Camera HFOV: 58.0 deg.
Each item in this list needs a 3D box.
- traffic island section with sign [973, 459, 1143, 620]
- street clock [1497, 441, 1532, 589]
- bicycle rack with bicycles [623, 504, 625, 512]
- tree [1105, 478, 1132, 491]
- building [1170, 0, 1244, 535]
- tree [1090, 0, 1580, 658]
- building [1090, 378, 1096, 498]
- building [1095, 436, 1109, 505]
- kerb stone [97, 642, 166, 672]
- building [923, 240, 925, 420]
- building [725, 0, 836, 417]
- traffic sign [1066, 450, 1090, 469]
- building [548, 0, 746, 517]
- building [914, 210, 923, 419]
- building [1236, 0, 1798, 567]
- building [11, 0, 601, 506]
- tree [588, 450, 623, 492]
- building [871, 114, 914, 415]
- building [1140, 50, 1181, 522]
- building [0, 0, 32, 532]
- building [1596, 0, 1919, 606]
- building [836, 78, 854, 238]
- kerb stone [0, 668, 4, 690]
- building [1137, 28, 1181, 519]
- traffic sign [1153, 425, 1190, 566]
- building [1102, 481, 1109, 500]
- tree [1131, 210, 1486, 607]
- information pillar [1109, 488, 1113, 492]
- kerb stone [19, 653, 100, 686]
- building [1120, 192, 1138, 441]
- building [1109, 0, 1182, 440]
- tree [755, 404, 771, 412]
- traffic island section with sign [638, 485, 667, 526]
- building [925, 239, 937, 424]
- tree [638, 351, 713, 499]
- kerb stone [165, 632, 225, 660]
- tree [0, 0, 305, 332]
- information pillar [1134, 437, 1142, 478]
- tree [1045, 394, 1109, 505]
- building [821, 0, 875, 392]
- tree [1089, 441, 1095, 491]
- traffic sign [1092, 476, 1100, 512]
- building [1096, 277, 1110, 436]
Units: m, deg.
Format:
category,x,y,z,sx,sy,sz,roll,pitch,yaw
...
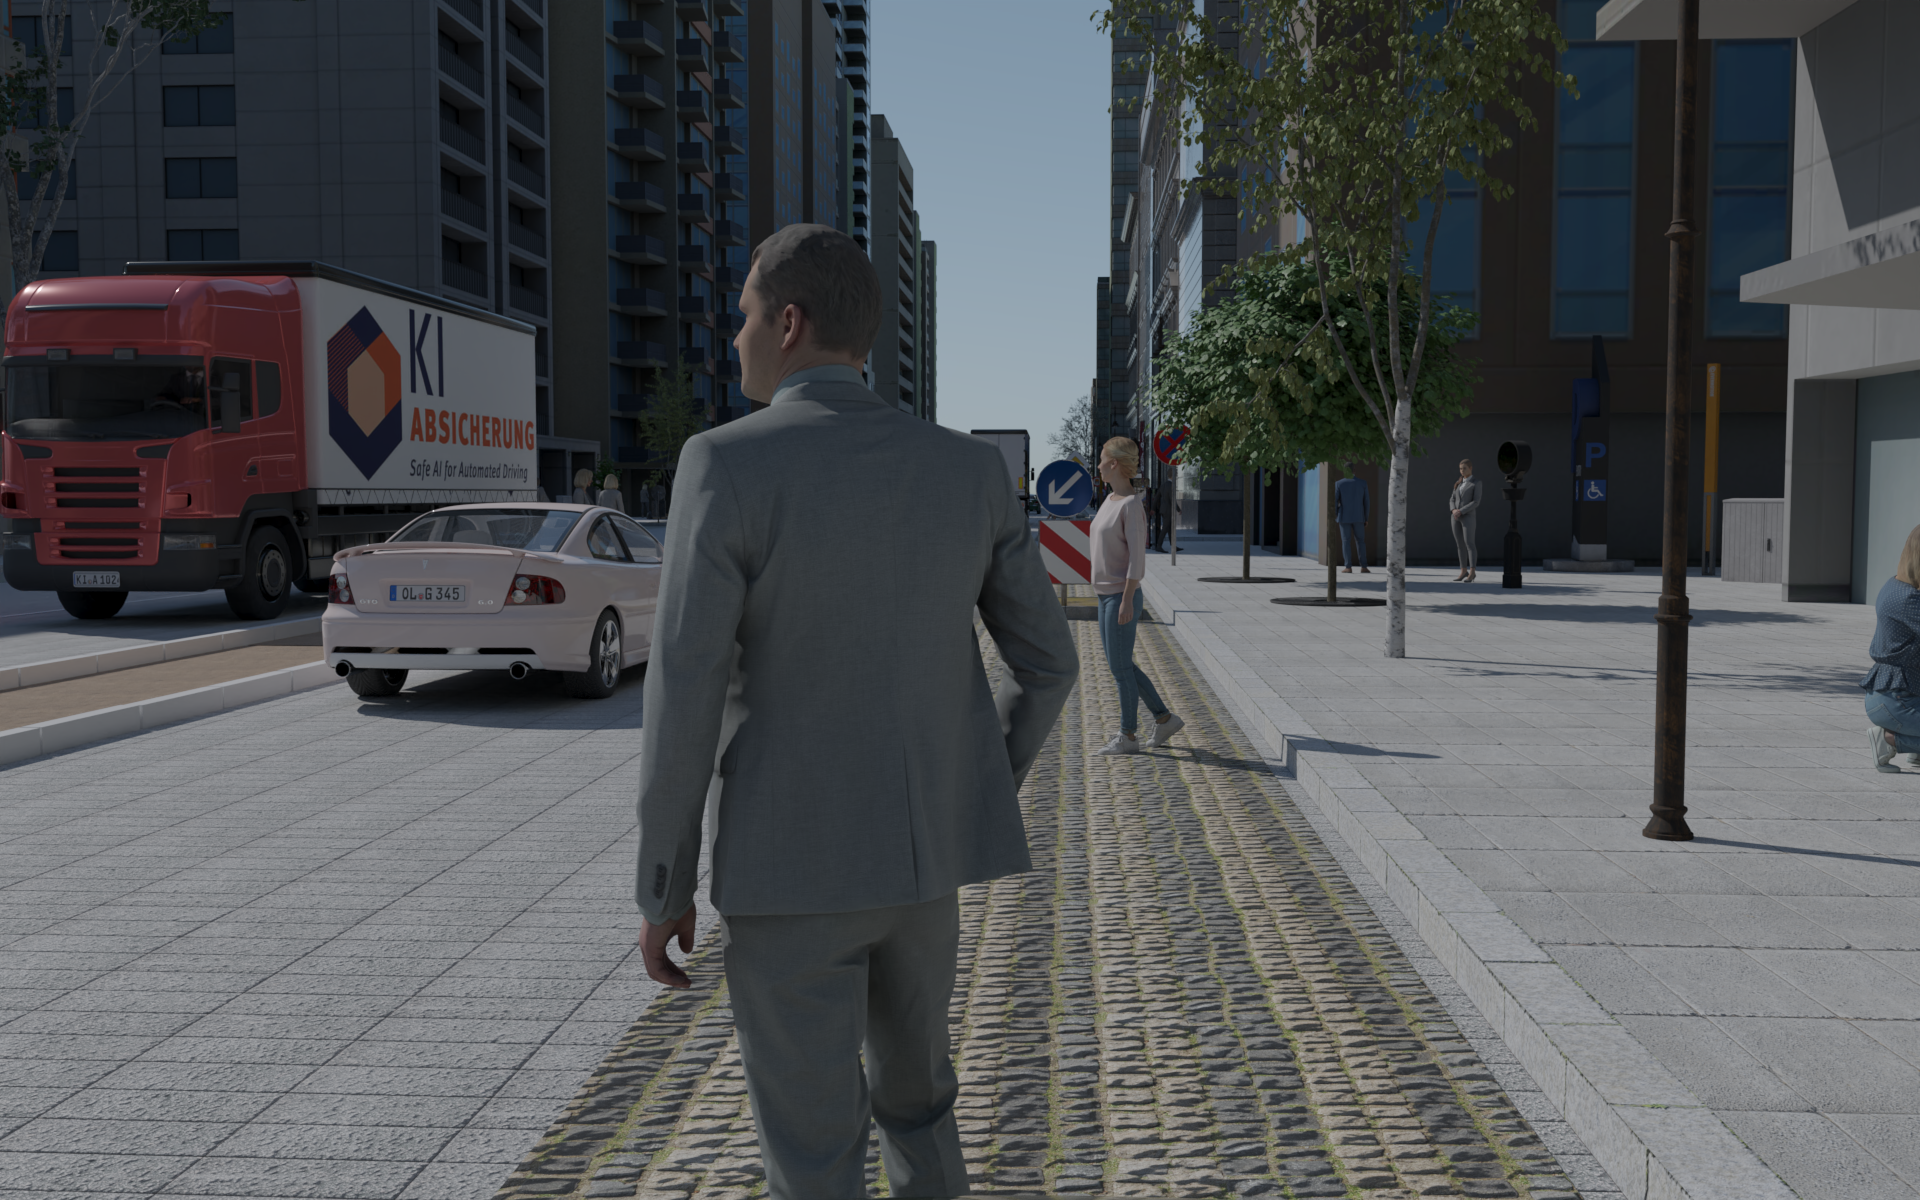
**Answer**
category,x,y,z,sx,sy,sz,roll,pitch,yaw
traffic island section with sign,1.137,-0.728,20.527,1.989,1.847,2.006,0,4,4
street clock,7.516,-1.159,23.519,0.358,2.002,0.471,-1,4,-19
bicycle rack with bicycles,-18.841,-4.774,91.438,2.852,0.926,2.925,-1,4,-11
tree,7.437,-5.278,80.892,1.663,3.219,1.824,0,3,0
building,19.994,-16.006,58.966,25.104,27.353,12.463,0,4,4
tree,3.329,-3.867,13.584,4.737,8.622,4.395,0,3,0
building,34.476,-26.100,271.772,27.650,21.520,28.899,0,4,4
building,26.022,-53.357,185.060,22.319,86.520,31.000,0,4,4
kerb stone,-6.909,0.481,14.326,0.120,0.150,1.000,0,4,4
building,-13.319,-35.129,257.948,14.154,41.232,14.086,0,4,4
building,-18.621,-30.665,151.475,14.600,45.320,14.200,0,4,4
traffic sign,3.045,-2.647,45.464,0.795,2.593,0.064,0,4,4
building,-25.740,-27.740,108.169,22.147,44.769,28.867,0,4,4
building,-13.235,-34.209,242.913,14.154,41.232,14.086,0,4,4
building,13.484,-23.583,35.695,14.600,45.320,14.200,0,4,4
building,-27.199,-38.927,74.712,20.563,71.187,20.611,0,4,4
tree,-15.721,-5.002,76.382,1.663,3.219,1.824,0,3,0
building,-17.579,-36.784,225.122,21.300,48.544,21.600,0,4,4
building,14.206,-14.737,77.113,11.583,22.565,21.152,0,4,4
building,-40.516,-11.558,34.017,28.899,21.520,27.650,0,4,4
building,20.090,-25.502,6.193,28.713,52.752,27.495,0,4,4
building,-17.931,-29.494,165.817,14.154,41.232,14.086,0,4,4
kerb stone,-7.039,0.606,12.283,0.120,0.150,1.000,0,4,4
building,16.438,-17.118,97.908,12.078,24.808,19.932,0,4,4
traffic sign,3.825,-1.885,30.927,0.768,2.556,0.104,0,4,6
building,29.176,-28.554,158.734,32.217,40.220,23.993,0,4,4
tree,4.360,-2.240,20.344,4.285,4.588,4.351,0,3,0
information pillar,9.271,-6.215,106.113,0.304,2.012,0.304,0,4,7
kerb stone,-6.969,0.544,13.303,0.120,0.150,1.000,0,4,4
building,16.709,-17.683,117.998,11.050,23.489,19.941,0,4,4
building,19.146,-27.933,140.301,14.154,41.232,14.086,0,4,4
tree,-13.128,-10.860,127.919,4.360,8.622,3.978,0,3,0
traffic island section with sign,-13.489,-4.184,77.035,1.989,1.847,2.006,0,4,4
building,-11.153,-35.982,271.898,14.154,41.232,14.086,0,4,4
tree,-14.894,-8.520,89.659,4.737,8.622,4.395,0,3,0
kerb stone,-6.840,0.419,15.346,0.120,0.150,1.000,0,4,4
tree,-18.335,-11.042,36.431,12.611,20.169,13.585,0,3,0
information pillar,7.288,-4.852,70.679,0.183,3.616,0.504,-3,5,-40
tree,15.629,-18.414,211.444,12.009,13.543,11.850,0,3,0
building,-20.181,-53.483,187.125,22.319,86.520,31.000,0,4,4
tree,17.174,-16.515,220.375,4.360,8.622,3.978,0,3,0
traffic sign,9.726,-7.513,122.946,0.768,2.556,0.104,1,4,11
building,25.068,-28.020,229.827,14.160,30.474,14.107,0,4,4
